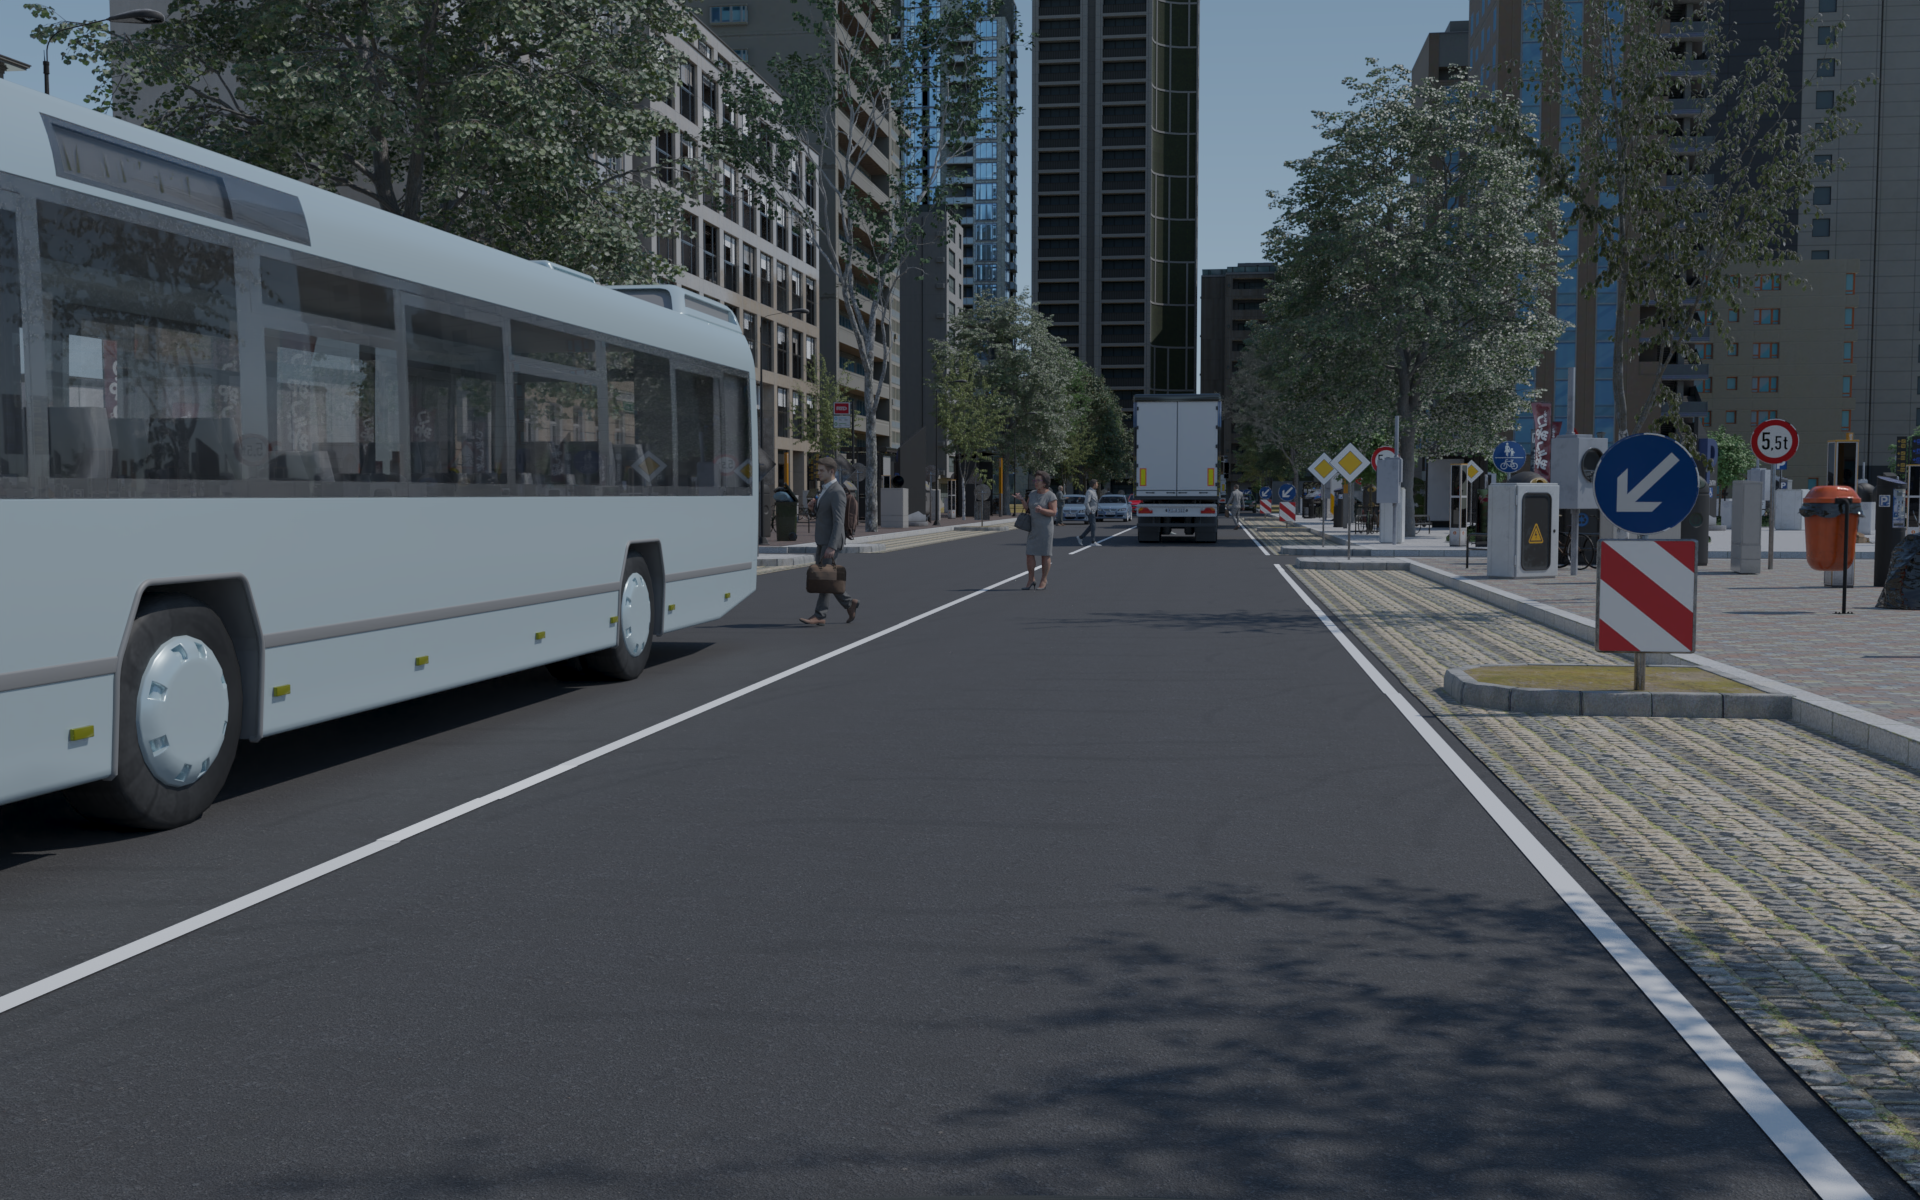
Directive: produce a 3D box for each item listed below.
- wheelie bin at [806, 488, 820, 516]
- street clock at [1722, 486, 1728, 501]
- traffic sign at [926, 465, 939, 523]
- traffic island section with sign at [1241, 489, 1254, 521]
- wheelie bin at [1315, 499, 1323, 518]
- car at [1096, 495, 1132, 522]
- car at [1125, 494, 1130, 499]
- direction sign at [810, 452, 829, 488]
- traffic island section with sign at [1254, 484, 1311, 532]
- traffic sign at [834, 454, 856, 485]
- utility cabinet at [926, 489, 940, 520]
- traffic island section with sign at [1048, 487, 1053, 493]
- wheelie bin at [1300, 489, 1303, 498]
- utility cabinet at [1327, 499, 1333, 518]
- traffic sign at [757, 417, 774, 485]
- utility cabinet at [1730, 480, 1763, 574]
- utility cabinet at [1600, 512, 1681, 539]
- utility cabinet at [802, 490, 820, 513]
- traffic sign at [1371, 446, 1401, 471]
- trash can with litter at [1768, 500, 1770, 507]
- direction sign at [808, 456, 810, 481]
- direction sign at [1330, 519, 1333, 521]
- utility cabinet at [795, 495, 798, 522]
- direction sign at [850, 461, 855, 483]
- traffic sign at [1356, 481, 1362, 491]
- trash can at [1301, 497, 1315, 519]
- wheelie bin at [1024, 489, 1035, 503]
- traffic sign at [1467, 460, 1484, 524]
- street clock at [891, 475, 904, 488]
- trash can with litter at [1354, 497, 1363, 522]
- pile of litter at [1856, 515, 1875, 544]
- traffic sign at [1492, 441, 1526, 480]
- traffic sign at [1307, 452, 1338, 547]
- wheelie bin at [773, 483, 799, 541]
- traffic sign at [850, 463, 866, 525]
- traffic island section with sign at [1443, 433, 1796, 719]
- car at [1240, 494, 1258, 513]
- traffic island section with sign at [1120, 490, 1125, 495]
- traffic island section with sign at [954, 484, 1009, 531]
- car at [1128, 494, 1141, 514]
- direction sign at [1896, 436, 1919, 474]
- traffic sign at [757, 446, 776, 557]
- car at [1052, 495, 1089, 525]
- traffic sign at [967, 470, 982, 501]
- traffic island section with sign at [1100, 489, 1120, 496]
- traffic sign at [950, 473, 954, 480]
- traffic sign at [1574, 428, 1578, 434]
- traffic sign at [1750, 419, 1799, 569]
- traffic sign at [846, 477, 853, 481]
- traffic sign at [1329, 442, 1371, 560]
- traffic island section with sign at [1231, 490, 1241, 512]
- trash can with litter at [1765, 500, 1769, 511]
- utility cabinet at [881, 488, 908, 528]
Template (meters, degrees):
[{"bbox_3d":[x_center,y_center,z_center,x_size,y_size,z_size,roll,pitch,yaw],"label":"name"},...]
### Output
[{"bbox_3d":[-8.209,-5.474,97.414,0.980,1.594,0.693,3,4,37],"label":"wheelie bin"},{"bbox_3d":[37.721,-4.945,85.414,0.358,2.002,0.471,2,4,29],"label":"street clock"},{"bbox_3d":[-1.295,-4.653,76.185,0.768,2.556,0.104,1,4,13],"label":"traffic sign"},{"bbox_3d":[16.236,-5.146,92.770,1.989,1.847,2.006,1,4,8],"label":"traffic island section with sign"},{"bbox_3d":[19.487,-5.258,93.872,0.980,1.594,0.693,-1,4,-11],"label":"wheelie bin"},{"bbox_3d":[7.999,-4.790,90.324,2.014,1.417,4.499,1,4,9],"label":"car"},{"bbox_3d":[12.614,-7.018,126.549,2.131,1.459,4.920,1,4,9],"label":"car"},{"bbox_3d":[-7.476,-6.196,93.309,0.876,3.537,0.379,-1,4,-23],"label":"direction sign"},{"bbox_3d":[12.331,-3.509,65.997,1.989,1.847,2.006,1,4,8],"label":"traffic island section with sign"},{"bbox_3d":[-2.989,-2.426,43.311,0.795,2.450,0.064,1,4,8],"label":"traffic sign"},{"bbox_3d":[-1.544,-4.563,83.290,1.173,1.500,0.318,1,4,10],"label":"utility cabinet"},{"bbox_3d":[4.769,-5.244,94.372,1.989,1.847,2.006,1,4,8],"label":"traffic island section with sign"},{"bbox_3d":[22.046,-6.235,109.858,0.980,1.594,0.693,1,4,21],"label":"wheelie bin"},{"bbox_3d":[19.893,-5.108,92.193,1.173,1.500,0.318,-2,4,-32],"label":"utility cabinet"},{"bbox_3d":[-6.039,-3.208,46.321,2.265,3.308,0.079,1,4,17],"label":"traffic sign"},{"bbox_3d":[12.752,-1.185,28.062,0.318,1.500,1.173,1,4,17],"label":"utility cabinet"},{"bbox_3d":[9.807,-0.998,24.990,1.173,1.500,0.318,-1,4,-18],"label":"utility cabinet"},{"bbox_3d":[-8.907,-5.857,104.441,1.173,1.500,0.318,-1,4,-9],"label":"utility cabinet"},{"bbox_3d":[11.307,-2.808,46.022,0.768,2.556,0.104,1,4,18],"label":"traffic sign"},{"bbox_3d":[38.354,-4.296,81.625,1.055,1.170,0.624,-3,5,-44],"label":"trash can with litter"},{"bbox_3d":[-8.619,-6.802,103.208,0.876,3.537,0.379,1,4,21],"label":"direction sign"},{"bbox_3d":[17.742,-5.506,82.024,0.876,3.537,0.379,0,4,-5],"label":"direction sign"},{"bbox_3d":[-7.777,-4.087,77.987,1.020,1.237,0.306,2,4,30],"label":"utility cabinet"},{"bbox_3d":[-7.484,-7.667,117.357,0.876,3.537,0.379,2,4,35],"label":"direction sign"},{"bbox_3d":[21.407,-5.645,92.400,0.768,2.556,0.104,1,4,15],"label":"traffic sign"},{"bbox_3d":[18.121,-4.803,90.187,0.748,1.137,0.748,0,3,0],"label":"trash can"},{"bbox_3d":[4.717,-6.594,115.712,0.980,1.594,0.693,1,4,15],"label":"wheelie bin"},{"bbox_3d":[17.179,-3.489,58.224,0.795,2.450,0.064,1,4,17],"label":"traffic sign"},{"bbox_3d":[-2.407,-3.815,66.947,0.471,2.002,0.358,-1,4,-14],"label":"street clock"},{"bbox_3d":[18.514,-4.182,79.767,1.055,1.170,0.624,0,4,8],"label":"trash can with litter"},{"bbox_3d":[23.270,-1.923,45.404,1.176,0.858,1.719,-2,4,-24],"label":"pile of litter"},{"bbox_3d":[13.115,-2.527,41.425,0.768,2.556,0.104,1,4,12],"label":"traffic sign"},{"bbox_3d":[8.729,-2.321,41.584,0.795,2.450,0.064,1,4,8],"label":"traffic sign"},{"bbox_3d":[-4.764,-2.413,47.353,0.693,1.594,0.980,0,4,-8],"label":"wheelie bin"},{"bbox_3d":[-4.185,-4.317,70.685,0.768,2.556,0.104,1,4,9],"label":"traffic sign"},{"bbox_3d":[4.446,-0.207,12.005,1.989,1.847,2.006,1,4,8],"label":"traffic island section with sign"},{"bbox_3d":[21.735,-7.486,132.179,2.009,1.686,4.222,1,4,8],"label":"car"},{"bbox_3d":[15.995,-9.941,171.157,1.989,1.847,2.006,1,4,8],"label":"traffic island section with sign"},{"bbox_3d":[0.873,-3.613,67.698,1.989,1.847,2.006,1,4,8],"label":"traffic island section with sign"},{"bbox_3d":[11.689,-6.326,112.469,2.155,1.783,4.494,0,4,7],"label":"car"},{"bbox_3d":[37.153,-4.640,67.868,0.876,3.537,0.379,1,4,22],"label":"direction sign"},{"bbox_3d":[-4.143,-1.943,35.409,0.795,2.450,0.064,1,4,8],"label":"traffic sign"},{"bbox_3d":[5.375,-4.323,82.687,2.014,1.417,4.499,0,4,7],"label":"car"},{"bbox_3d":[0.797,-5.502,89.964,0.884,2.594,0.081,1,4,16],"label":"traffic sign"},{"bbox_3d":[12.050,-8.291,144.188,1.989,1.847,2.006,1,4,8],"label":"traffic island section with sign"},{"bbox_3d":[-0.190,-6.100,99.847,0.768,2.556,0.104,1,4,12],"label":"traffic sign"},{"bbox_3d":[12.027,-2.080,34.009,0.884,2.594,0.081,1,4,15],"label":"traffic sign"},{"bbox_3d":[13.804,-1.793,29.424,0.768,2.556,0.104,1,4,11],"label":"traffic sign"},{"bbox_3d":[-4.758,-4.375,71.542,0.884,2.594,0.081,1,4,9],"label":"traffic sign"},{"bbox_3d":[7.574,-1.837,33.683,0.795,2.450,0.064,1,4,8],"label":"traffic sign"},{"bbox_3d":[23.483,-8.178,142.345,1.989,1.847,2.006,1,4,8],"label":"traffic island section with sign"},{"bbox_3d":[48.762,-5.707,104.362,1.678,1.210,2.233,-1,4,-20],"label":"trash can with litter"},{"bbox_3d":[-2.449,-3.444,64.988,1.173,1.500,0.318,3,5,43],"label":"utility cabinet"}]
